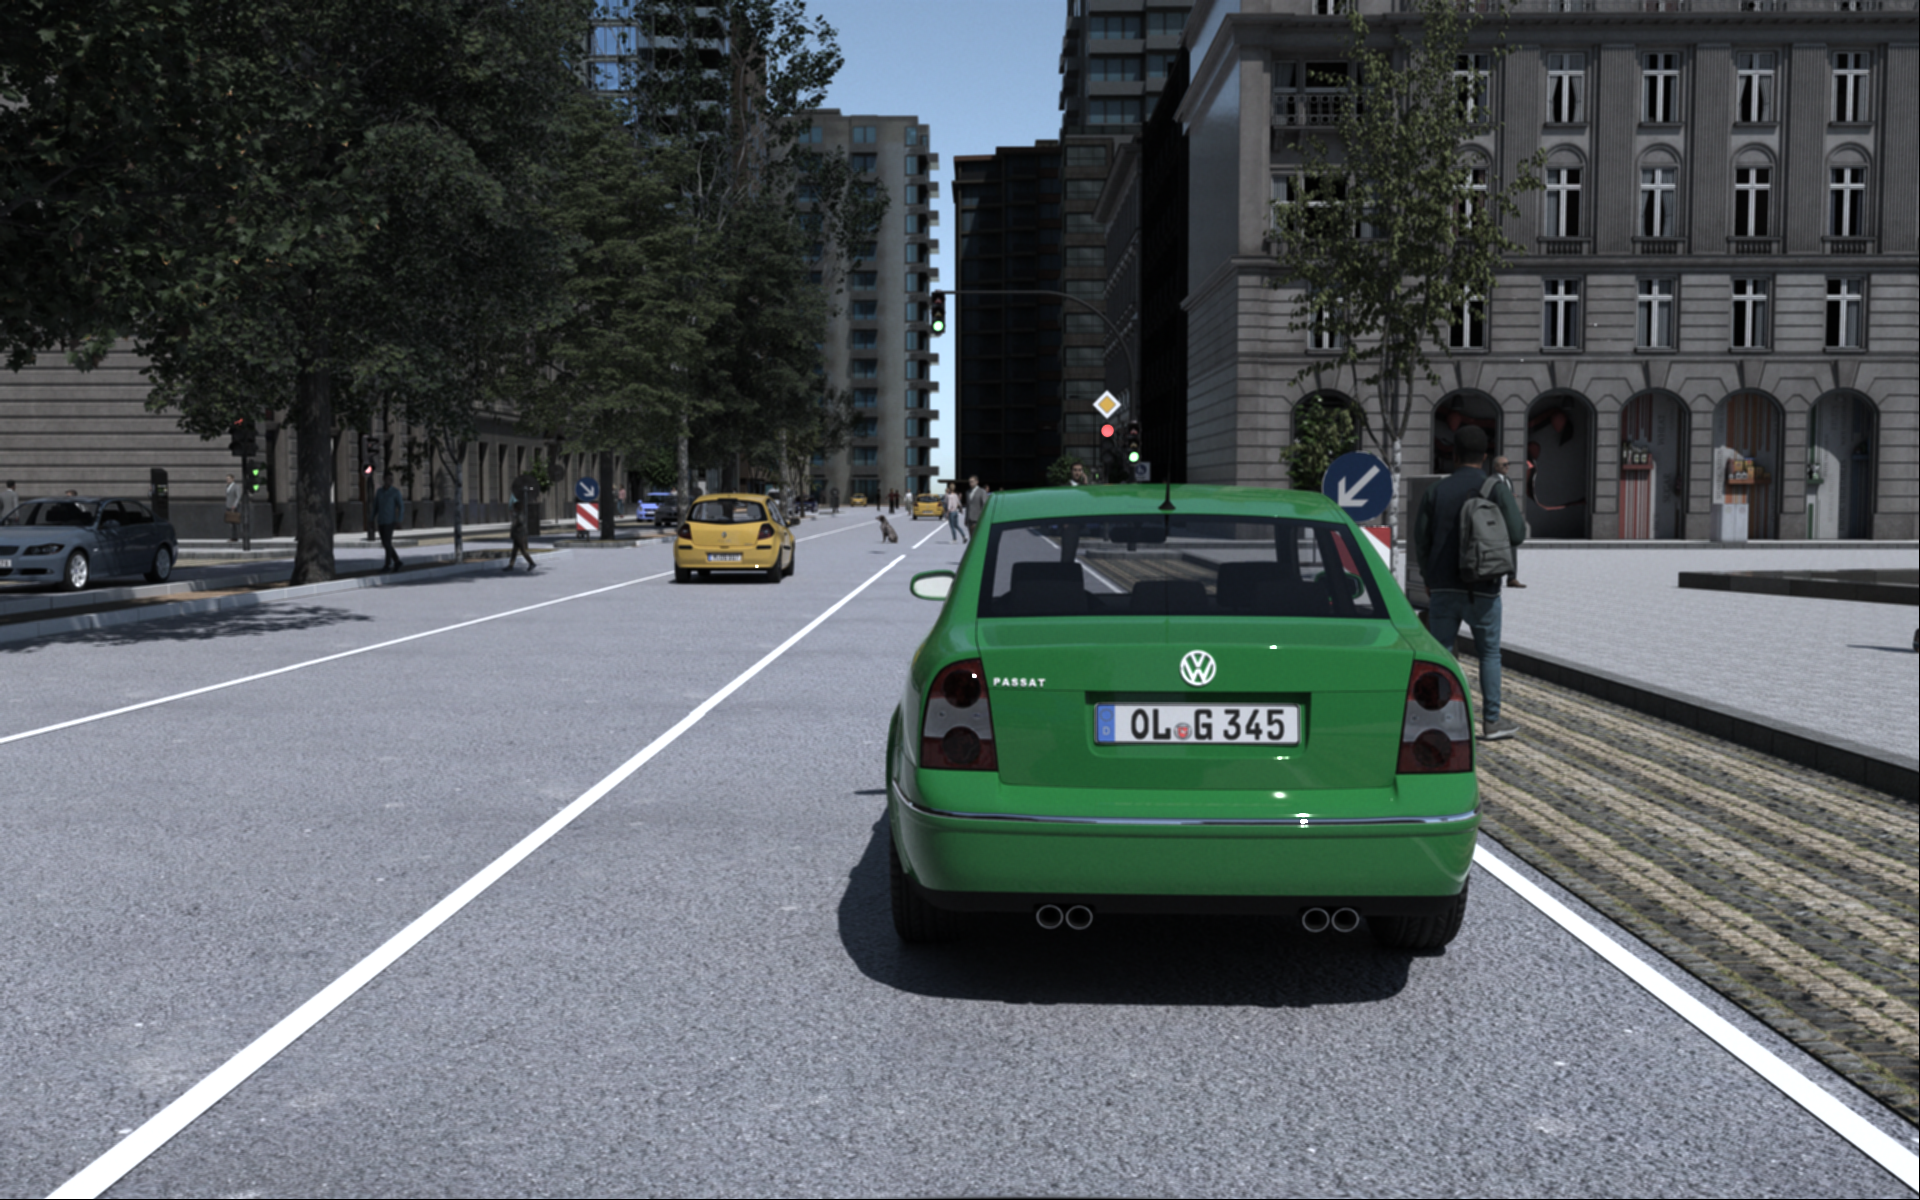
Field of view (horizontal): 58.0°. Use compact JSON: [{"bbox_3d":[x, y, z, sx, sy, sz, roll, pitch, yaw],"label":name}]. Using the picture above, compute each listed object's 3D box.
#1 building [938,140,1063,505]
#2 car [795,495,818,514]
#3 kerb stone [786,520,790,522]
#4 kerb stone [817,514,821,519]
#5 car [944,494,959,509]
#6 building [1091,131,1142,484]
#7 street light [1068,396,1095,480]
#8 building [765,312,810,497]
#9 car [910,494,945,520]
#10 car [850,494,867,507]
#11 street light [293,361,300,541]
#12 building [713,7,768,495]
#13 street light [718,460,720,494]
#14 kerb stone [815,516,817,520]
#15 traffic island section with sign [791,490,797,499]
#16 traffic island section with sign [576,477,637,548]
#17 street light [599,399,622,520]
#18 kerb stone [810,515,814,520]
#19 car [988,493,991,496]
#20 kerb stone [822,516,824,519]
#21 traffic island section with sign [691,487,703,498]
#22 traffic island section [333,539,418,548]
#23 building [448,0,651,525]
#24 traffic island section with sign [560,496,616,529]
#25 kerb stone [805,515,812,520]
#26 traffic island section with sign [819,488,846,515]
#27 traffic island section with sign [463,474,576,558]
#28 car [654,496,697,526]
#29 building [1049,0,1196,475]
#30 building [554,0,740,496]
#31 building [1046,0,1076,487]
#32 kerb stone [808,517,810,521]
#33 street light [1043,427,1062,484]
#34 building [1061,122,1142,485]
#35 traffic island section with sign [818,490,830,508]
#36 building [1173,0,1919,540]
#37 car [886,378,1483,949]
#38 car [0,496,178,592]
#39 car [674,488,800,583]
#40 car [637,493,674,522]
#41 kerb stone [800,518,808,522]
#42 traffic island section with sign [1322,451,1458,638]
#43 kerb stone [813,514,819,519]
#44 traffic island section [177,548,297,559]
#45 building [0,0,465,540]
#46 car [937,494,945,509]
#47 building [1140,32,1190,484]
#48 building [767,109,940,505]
[{"bbox_3d":[11.903,-34.388,216.865,28.867,44.769,22.147,0,4,1],"label":"building"},{"bbox_3d":[-11.295,-6.935,125.963,1.945,1.354,3.894,0,3,0],"label":"car"},{"bbox_3d":[-8.352,-3.843,85.053,0.120,0.150,1.000,0,4,1],"label":"kerb stone"},{"bbox_3d":[-8.167,-4.660,98.386,0.120,0.150,1.000,0,4,1],"label":"kerb stone"},{"bbox_3d":[-0.984,-9.680,168.498,2.015,1.641,3.980,0,4,-1],"label":"car"},{"bbox_3d":[13.026,-15.324,101.450,10.553,20.767,40.483,0,4,1],"label":"building"},{"bbox_3d":[5.811,-6.686,81.849,1.470,5.913,1.316,0,4,1],"label":"street light"},{"bbox_3d":[-31.780,-20.742,184.168,28.899,21.520,27.650,0,4,1],"label":"building"},{"bbox_3d":[-1.790,-5.302,96.910,2.015,1.641,3.980,0,4,-1],"label":"car"},{"bbox_3d":[-11.475,-11.386,196.378,2.015,1.641,3.980,0,4,-1],"label":"car"},{"bbox_3d":[-17.414,-4.552,46.968,1.470,5.913,1.316,0,4,1],"label":"street light"},{"bbox_3d":[-25.612,-31.226,160.659,14.600,45.320,14.200,0,4,1],"label":"building"},{"bbox_3d":[-16.428,-9.126,121.754,1.470,5.913,1.316,0,4,1],"label":"street light"},{"bbox_3d":[-8.191,-4.535,96.336,0.120,0.150,1.000,0,4,1],"label":"kerb stone"},{"bbox_3d":[-14.320,-8.589,149.051,1.989,1.847,2.006,0,4,1],"label":"traffic island section with sign"},{"bbox_3d":[-9.911,-2.363,46.764,2.006,1.907,1.989,0,4,1],"label":"traffic island section with sign"},{"bbox_3d":[-16.957,-6.840,84.371,1.470,5.913,1.316,0,4,1],"label":"street light"},{"bbox_3d":[-8.216,-4.408,94.286,0.120,0.150,1.000,0,4,1],"label":"kerb stone"},{"bbox_3d":[1.815,-4.374,81.101,1.945,1.707,3.694,0,4,1],"label":"car"},{"bbox_3d":[-8.139,-4.782,100.436,0.120,0.150,1.000,0,4,1],"label":"kerb stone"},{"bbox_3d":[-15.015,-5.517,98.829,1.989,1.847,2.006,0,4,1],"label":"traffic island section with sign"},{"bbox_3d":[-16.057,-1.524,47.193,2.009,0.180,2.903,0,4,1],"label":"traffic island section"},{"bbox_3d":[-27.980,-19.133,89.247,17.030,29.872,44.131,0,4,1],"label":"building"},{"bbox_3d":[-15.387,-3.868,71.877,1.989,1.847,2.006,0,4,1],"label":"traffic island section with sign"},{"bbox_3d":[-8.232,-4.342,93.264,0.120,0.150,1.000,0,4,1],"label":"kerb stone"},{"bbox_3d":[-8.879,-6.958,121.895,2.006,1.907,1.989,0,4,1],"label":"traffic island section with sign"},{"bbox_3d":[-10.023,-1.910,39.357,2.006,1.907,1.989,0,4,1],"label":"traffic island section with sign"},{"bbox_3d":[-12.770,-4.083,79.118,2.083,1.381,4.827,0,4,-1],"label":"car"},{"bbox_3d":[20.534,-33.073,160.346,23.786,49.044,30.456,0,4,1],"label":"building"},{"bbox_3d":[-28.951,-50.360,136.062,22.319,86.520,31.000,0,4,1],"label":"building"},{"bbox_3d":[19.890,-45.683,185.167,20.563,71.187,20.611,0,4,1],"label":"building"},{"bbox_3d":[-8.240,-4.284,92.234,0.120,0.150,1.000,0,4,1],"label":"kerb stone"},{"bbox_3d":[6.468,-9.029,120.161,1.470,5.913,1.316,0,4,1],"label":"street light"},{"bbox_3d":[15.096,-22.449,138.745,14.160,30.474,14.107,0,4,1],"label":"building"},{"bbox_3d":[-13.944,-10.255,176.291,1.989,1.847,2.006,0,4,1],"label":"traffic island section with sign"},{"bbox_3d":[19.289,-12.934,53.270,24.055,21.916,13.314,0,4,1],"label":"building"},{"bbox_3d":[0.733,0.118,6.862,1.959,1.807,4.718,0,4,2],"label":"car"},{"bbox_3d":[-13.765,-0.906,26.810,2.014,1.417,4.499,0,4,0],"label":"car"},{"bbox_3d":[-3.750,-1.164,29.255,2.015,1.641,3.980,0,4,-1],"label":"car"},{"bbox_3d":[-15.332,-4.800,88.071,1.945,1.707,3.694,0,4,1],"label":"car"},{"bbox_3d":[-8.259,-4.221,91.212,0.120,0.150,1.000,0,4,1],"label":"kerb stone"},{"bbox_3d":[3.573,-0.497,16.754,1.989,1.847,2.006,0,4,1],"label":"traffic island section with sign"},{"bbox_3d":[-8.177,-4.593,97.364,0.120,0.150,1.000,0,4,1],"label":"kerb stone"},{"bbox_3d":[-16.167,-1.035,39.208,2.009,0.180,2.903,0,4,1],"label":"traffic island section"},{"bbox_3d":[-24.529,-13.977,57.404,11.050,23.489,19.941,0,4,1],"label":"building"},{"bbox_3d":[-1.677,-6.600,119.908,2.014,1.417,4.499,0,4,0],"label":"car"},{"bbox_3d":[14.520,-14.886,73.061,12.332,23.373,15.834,0,4,1],"label":"building"},{"bbox_3d":[-17.810,-36.600,218.012,30.456,49.044,23.786,0,4,1],"label":"building"}]
